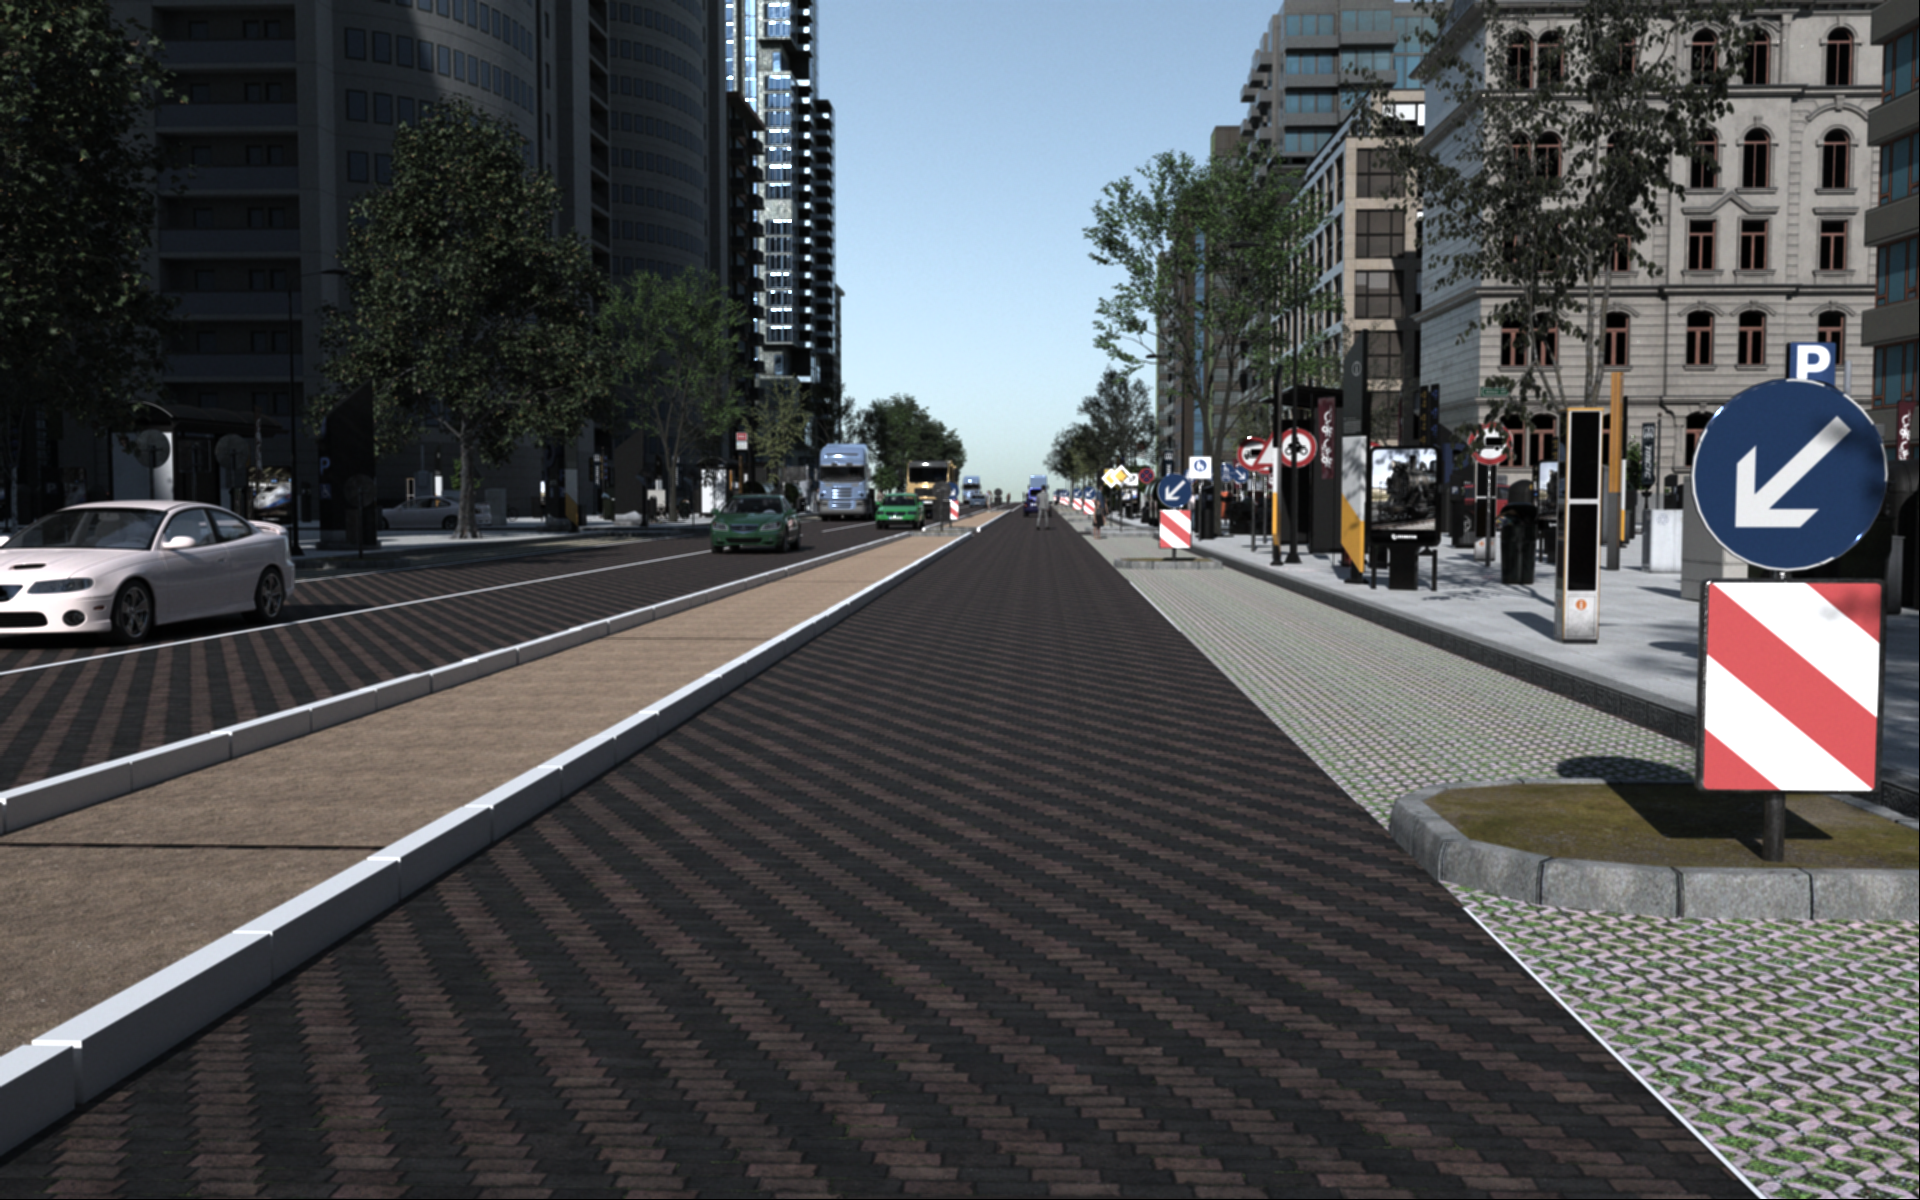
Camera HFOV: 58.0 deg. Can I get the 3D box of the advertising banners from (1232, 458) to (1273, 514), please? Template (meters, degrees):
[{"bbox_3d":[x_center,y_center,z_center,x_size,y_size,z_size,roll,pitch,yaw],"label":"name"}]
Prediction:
[{"bbox_3d":[14.288,-5.399,84.460,2.074,3.025,0.090,2,4,24],"label":"advertising banners"}]

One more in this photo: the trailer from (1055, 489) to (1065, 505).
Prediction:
[{"bbox_3d":[12.036,-12.232,207.043,1.471,1.999,3.904,0,4,1],"label":"trailer"}]

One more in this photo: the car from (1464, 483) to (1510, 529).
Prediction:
[{"bbox_3d":[19.251,-3.251,61.832,5.304,1.827,2.281,0,4,3],"label":"car"}]

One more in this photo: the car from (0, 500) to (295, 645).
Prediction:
[{"bbox_3d":[-8.658,-0.344,17.989,2.083,1.381,4.827,0,4,4],"label":"car"}]

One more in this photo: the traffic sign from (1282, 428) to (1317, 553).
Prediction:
[{"bbox_3d":[6.442,-2.026,33.226,0.768,2.556,0.104,1,4,11],"label":"traffic sign"}]

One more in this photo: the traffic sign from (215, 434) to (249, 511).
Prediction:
[{"bbox_3d":[-15.415,-2.237,36.677,0.768,2.556,0.104,0,4,6],"label":"traffic sign"}]

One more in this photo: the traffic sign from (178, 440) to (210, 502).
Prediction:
[{"bbox_3d":[-14.482,-1.874,32.774,0.606,2.300,0.079,0,4,4],"label":"traffic sign"}]

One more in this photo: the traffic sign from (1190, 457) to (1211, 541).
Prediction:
[{"bbox_3d":[6.569,-2.770,47.416,0.606,2.300,0.079,0,4,4],"label":"traffic sign"}]

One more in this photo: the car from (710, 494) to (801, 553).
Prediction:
[{"bbox_3d":[-5.069,-1.927,43.300,2.131,1.459,4.920,0,4,1],"label":"car"}]

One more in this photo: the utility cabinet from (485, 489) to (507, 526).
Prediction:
[{"bbox_3d":[-18.595,-3.711,69.349,0.318,1.500,1.173,-3,5,-44],"label":"utility cabinet"}]

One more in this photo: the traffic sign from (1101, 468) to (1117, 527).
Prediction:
[{"bbox_3d":[5.810,-3.847,66.540,0.795,2.450,0.064,0,4,3],"label":"traffic sign"}]

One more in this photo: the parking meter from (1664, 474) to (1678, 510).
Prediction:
[{"bbox_3d":[20.890,-2.766,50.934,0.399,1.863,0.255,-3,5,-45],"label":"parking meter"}]

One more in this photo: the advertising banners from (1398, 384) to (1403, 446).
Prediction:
[{"bbox_3d":[6.925,-1.890,27.083,0.090,3.025,2.074,1,4,12],"label":"advertising banners"}]

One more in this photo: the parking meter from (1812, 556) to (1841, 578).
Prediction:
[{"bbox_3d":[7.580,-0.422,15.305,0.372,1.533,0.369,0,3,0],"label":"parking meter"}]

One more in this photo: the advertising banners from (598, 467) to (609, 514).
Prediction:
[{"bbox_3d":[-23.286,-7.158,113.217,0.090,3.025,2.074,-2,4,-29],"label":"advertising banners"}]

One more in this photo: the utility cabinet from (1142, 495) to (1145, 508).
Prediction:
[{"bbox_3d":[9.221,-4.391,82.955,1.020,1.237,0.306,3,4,39],"label":"utility cabinet"}]

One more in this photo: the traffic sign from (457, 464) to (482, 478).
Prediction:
[{"bbox_3d":[-16.475,-3.557,58.162,0.884,2.594,0.081,0,4,5],"label":"traffic sign"}]

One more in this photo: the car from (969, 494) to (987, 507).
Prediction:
[{"bbox_3d":[1.973,-10.808,188.705,2.014,1.417,4.499,0,4,3],"label":"car"}]

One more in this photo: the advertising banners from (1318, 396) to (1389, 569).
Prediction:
[{"bbox_3d":[6.905,-2.094,30.433,0.090,3.025,2.074,-2,4,-25],"label":"advertising banners"}]

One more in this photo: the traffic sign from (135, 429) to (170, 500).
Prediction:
[{"bbox_3d":[-15.805,-2.065,33.876,0.768,2.556,0.104,0,4,8],"label":"traffic sign"}]

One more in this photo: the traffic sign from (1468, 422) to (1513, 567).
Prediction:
[{"bbox_3d":[9.308,-1.857,30.468,0.768,2.556,0.104,1,4,12],"label":"traffic sign"}]

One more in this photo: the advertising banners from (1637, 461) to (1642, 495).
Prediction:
[{"bbox_3d":[30.180,-5.009,78.091,2.074,3.025,0.090,-2,4,-26],"label":"advertising banners"}]

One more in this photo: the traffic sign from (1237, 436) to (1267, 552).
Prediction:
[{"bbox_3d":[6.521,-2.344,38.437,0.768,2.556,0.104,0,4,6],"label":"traffic sign"}]

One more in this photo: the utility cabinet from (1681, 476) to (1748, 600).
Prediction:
[{"bbox_3d":[8.935,-0.722,20.483,0.318,1.500,1.173,0,4,1],"label":"utility cabinet"}]

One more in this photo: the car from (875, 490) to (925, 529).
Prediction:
[{"bbox_3d":[-2.443,-3.839,71.557,1.959,1.807,4.718,0,4,3],"label":"car"}]

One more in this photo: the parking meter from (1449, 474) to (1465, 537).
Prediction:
[{"bbox_3d":[14.744,-2.793,51.375,0.399,1.863,0.255,3,5,43],"label":"parking meter"}]

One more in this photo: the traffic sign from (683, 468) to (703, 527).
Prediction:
[{"bbox_3d":[-10.367,-3.893,67.296,0.795,2.450,0.064,0,4,3],"label":"traffic sign"}]

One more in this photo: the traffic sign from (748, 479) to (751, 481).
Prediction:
[{"bbox_3d":[-14.539,-7.261,120.844,0.606,2.300,0.079,1,4,12],"label":"traffic sign"}]

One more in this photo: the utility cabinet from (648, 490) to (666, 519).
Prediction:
[{"bbox_3d":[-15.673,-4.887,88.589,1.173,1.500,0.318,-1,4,-17],"label":"utility cabinet"}]

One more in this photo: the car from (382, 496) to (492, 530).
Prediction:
[{"bbox_3d":[-20.020,-3.214,64.904,4.827,1.381,2.083,0,4,4],"label":"car"}]

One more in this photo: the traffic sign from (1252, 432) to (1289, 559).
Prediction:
[{"bbox_3d":[6.197,-2.087,34.119,0.884,2.594,0.081,1,4,10],"label":"traffic sign"}]

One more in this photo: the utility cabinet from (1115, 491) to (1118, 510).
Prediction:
[{"bbox_3d":[12.789,-8.101,141.127,0.318,1.500,1.173,-1,4,-15],"label":"utility cabinet"}]

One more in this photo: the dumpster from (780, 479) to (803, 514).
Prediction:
[{"bbox_3d":[-11.111,-6.748,112.827,1.502,2.255,1.985,0,4,3],"label":"dumpster"}]

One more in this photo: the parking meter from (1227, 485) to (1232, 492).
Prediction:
[{"bbox_3d":[16.266,-6.065,104.873,0.255,1.863,0.399,-3,5,-43],"label":"parking meter"}]

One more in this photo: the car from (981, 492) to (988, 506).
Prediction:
[{"bbox_3d":[2.486,-11.762,202.532,2.015,1.641,3.980,0,4,2],"label":"car"}]

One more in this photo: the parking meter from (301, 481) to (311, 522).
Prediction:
[{"bbox_3d":[-29.692,-4.462,78.667,0.399,1.863,0.255,2,4,30],"label":"parking meter"}]

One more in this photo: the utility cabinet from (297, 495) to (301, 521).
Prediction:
[{"bbox_3d":[-31.895,-4.405,83.177,0.306,1.237,1.020,-2,4,-31],"label":"utility cabinet"}]

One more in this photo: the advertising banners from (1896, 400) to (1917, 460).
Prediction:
[{"bbox_3d":[17.022,-2.199,32.138,2.074,3.025,0.090,-2,4,-26],"label":"advertising banners"}]

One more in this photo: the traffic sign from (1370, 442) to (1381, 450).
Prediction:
[{"bbox_3d":[9.949,-2.568,42.096,0.768,2.556,0.104,0,4,7],"label":"traffic sign"}]

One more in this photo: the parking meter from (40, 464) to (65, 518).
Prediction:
[{"bbox_3d":[-17.968,-1.750,34.326,0.399,1.863,0.255,-1,4,-23],"label":"parking meter"}]

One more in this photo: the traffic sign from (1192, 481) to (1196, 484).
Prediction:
[{"bbox_3d":[12.206,-5.622,92.020,0.768,2.556,0.104,0,4,4],"label":"traffic sign"}]

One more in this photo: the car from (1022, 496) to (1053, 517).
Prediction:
[{"bbox_3d":[4.928,-5.970,110.185,1.945,1.354,3.894,0,4,4],"label":"car"}]

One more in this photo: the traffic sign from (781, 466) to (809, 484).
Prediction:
[{"bbox_3d":[-12.191,-8.157,127.243,2.265,3.308,0.079,1,4,9],"label":"traffic sign"}]

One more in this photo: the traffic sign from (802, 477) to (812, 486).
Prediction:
[{"bbox_3d":[-11.193,-7.740,126.656,0.768,2.556,0.104,0,4,8],"label":"traffic sign"}]

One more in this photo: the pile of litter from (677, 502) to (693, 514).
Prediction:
[{"bbox_3d":[-17.878,-5.928,110.894,1.719,0.858,1.176,-1,4,-9],"label":"pile of litter"}]

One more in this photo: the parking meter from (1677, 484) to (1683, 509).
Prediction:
[{"bbox_3d":[18.328,-2.166,43.822,0.372,1.533,0.369,0,3,0],"label":"parking meter"}]

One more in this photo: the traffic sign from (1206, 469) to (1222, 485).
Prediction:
[{"bbox_3d":[10.163,-4.265,69.832,0.768,2.556,0.104,0,4,4],"label":"traffic sign"}]

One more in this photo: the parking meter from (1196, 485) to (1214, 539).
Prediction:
[{"bbox_3d":[7.018,-2.490,49.120,0.372,1.533,0.369,0,3,0],"label":"parking meter"}]

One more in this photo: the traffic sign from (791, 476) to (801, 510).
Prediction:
[{"bbox_3d":[-11.528,-7.433,121.630,0.768,2.556,0.104,1,4,9],"label":"traffic sign"}]

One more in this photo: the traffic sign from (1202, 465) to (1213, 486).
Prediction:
[{"bbox_3d":[8.273,-3.604,59.034,0.768,2.556,0.104,0,4,8],"label":"traffic sign"}]

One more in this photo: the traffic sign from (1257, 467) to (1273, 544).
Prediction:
[{"bbox_3d":[7.880,-2.727,44.692,0.768,2.556,0.104,0,4,4],"label":"traffic sign"}]

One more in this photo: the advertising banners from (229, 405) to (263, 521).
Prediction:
[{"bbox_3d":[-13.769,-2.282,33.493,0.090,3.025,2.074,0,4,-5],"label":"advertising banners"}]

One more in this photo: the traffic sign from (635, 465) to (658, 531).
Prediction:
[{"bbox_3d":[-10.731,-3.405,59.319,0.795,2.450,0.064,0,4,3],"label":"traffic sign"}]

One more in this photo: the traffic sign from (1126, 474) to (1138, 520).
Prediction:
[{"bbox_3d":[8.488,-5.099,85.501,0.606,2.300,0.079,0,4,5],"label":"traffic sign"}]

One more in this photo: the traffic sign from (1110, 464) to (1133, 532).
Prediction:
[{"bbox_3d":[5.446,-3.359,58.563,0.795,2.450,0.064,0,4,3],"label":"traffic sign"}]
